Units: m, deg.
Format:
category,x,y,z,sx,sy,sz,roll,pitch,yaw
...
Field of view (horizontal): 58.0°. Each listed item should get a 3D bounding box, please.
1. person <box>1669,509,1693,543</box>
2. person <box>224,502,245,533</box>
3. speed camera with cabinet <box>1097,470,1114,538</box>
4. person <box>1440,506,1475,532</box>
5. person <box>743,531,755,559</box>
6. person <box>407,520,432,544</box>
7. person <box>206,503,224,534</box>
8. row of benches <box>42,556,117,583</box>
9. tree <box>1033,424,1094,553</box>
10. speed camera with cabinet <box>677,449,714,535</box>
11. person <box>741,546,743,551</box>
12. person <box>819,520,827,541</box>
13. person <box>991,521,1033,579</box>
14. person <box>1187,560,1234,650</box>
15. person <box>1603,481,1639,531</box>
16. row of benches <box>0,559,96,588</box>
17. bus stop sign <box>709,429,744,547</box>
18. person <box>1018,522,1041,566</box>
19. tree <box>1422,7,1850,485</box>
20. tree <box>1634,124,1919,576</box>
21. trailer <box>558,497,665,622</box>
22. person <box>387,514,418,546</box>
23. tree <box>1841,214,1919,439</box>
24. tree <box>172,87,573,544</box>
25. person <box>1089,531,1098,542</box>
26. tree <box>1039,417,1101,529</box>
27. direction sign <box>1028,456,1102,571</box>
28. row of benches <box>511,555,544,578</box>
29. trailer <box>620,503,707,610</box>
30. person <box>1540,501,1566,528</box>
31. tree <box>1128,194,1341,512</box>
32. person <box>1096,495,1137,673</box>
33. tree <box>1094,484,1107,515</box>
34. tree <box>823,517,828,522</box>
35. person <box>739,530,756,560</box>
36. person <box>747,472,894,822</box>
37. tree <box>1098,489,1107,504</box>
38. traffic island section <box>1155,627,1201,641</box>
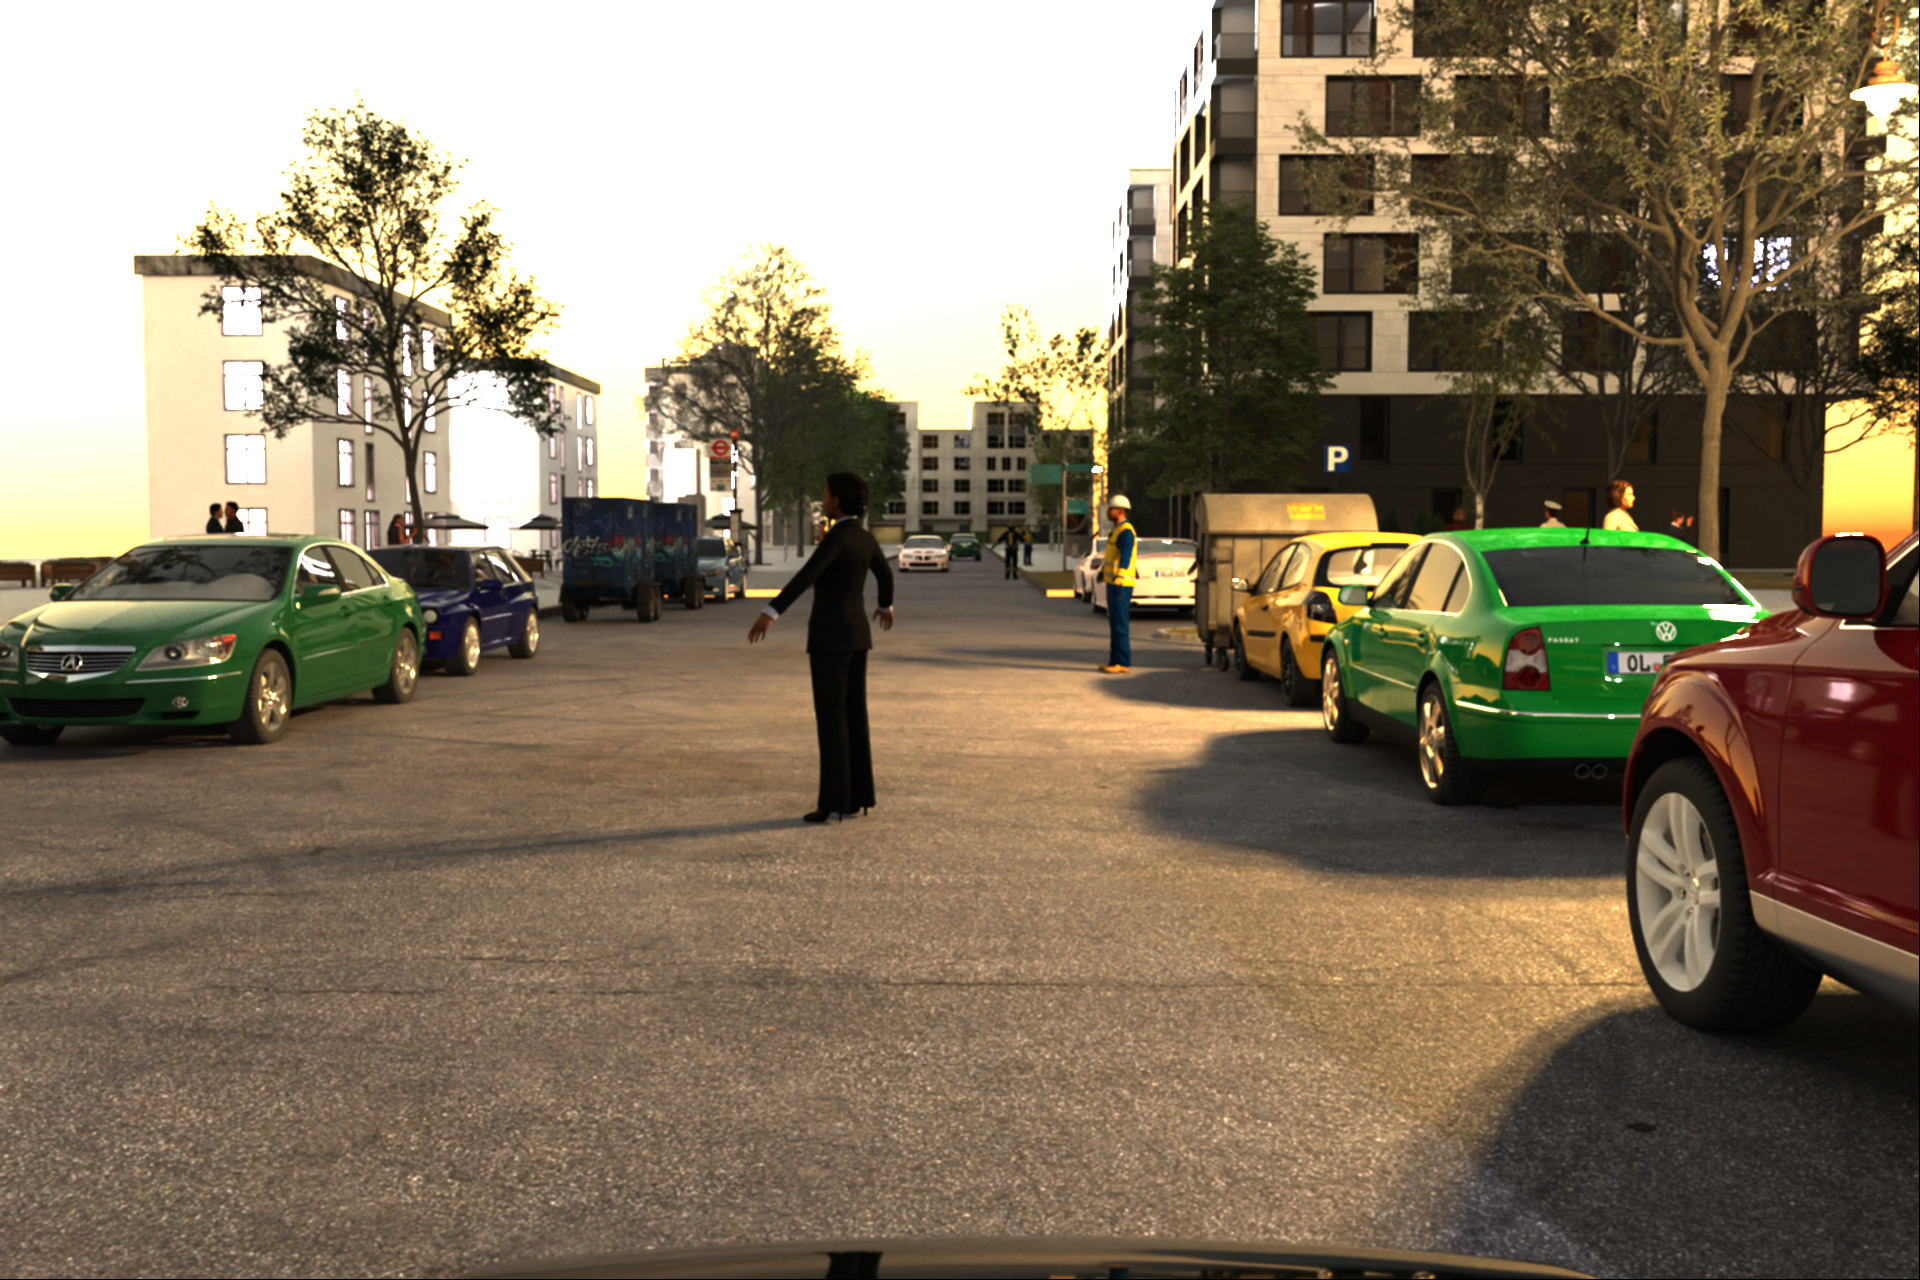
category,x,y,z,sx,sy,sz,roll,pitch,yaw
person,12.855,-1.463,30.769,0.445,1.727,0.742,-1,4,-17
person,-12.081,-1.386,28.726,0.705,1.821,1.348,-3,5,-41
speed camera with cabinet,4.618,-3.601,53.206,0.660,3.252,2.038,0,4,-1
person,8.042,-1.298,28.025,1.215,1.729,0.721,0,4,5
person,-9.756,-4.420,78.209,1.347,1.837,0.705,1,4,20
person,-18.355,-3.211,58.623,0.704,1.817,1.347,1,4,19
person,-13.112,-1.503,30.630,0.704,1.823,1.345,-2,4,-29
row of benches,-24.012,-1.965,47.593,1.422,0.672,4.104,0,4,-5
tree,6.912,-10.152,116.346,4.737,8.622,4.395,0,3,0
speed camera with cabinet,-6.264,-2.854,40.999,0.660,3.252,2.038,0,4,0
person,-6.727,-2.540,50.802,0.599,1.433,0.991,3,5,43
person,-4.303,-2.999,55.831,0.721,1.733,1.217,1,4,10
person,1.639,-2.862,55.036,1.354,1.856,0.705,0,4,8
person,3.304,-0.794,21.585,0.704,1.812,1.346,-2,4,-27
person,5.740,-0.496,14.867,0.721,1.744,1.215,2,4,34
row of benches,-22.668,-1.583,41.349,1.422,0.672,4.104,3,4,39
bus stop sign,-5.954,-3.394,44.190,0.855,3.939,0.416,0,4,2
person,2.810,-3.914,70.458,1.216,1.772,0.721,-3,5,-41
tree,15.587,-7.977,40.786,12.009,13.543,11.850,0,3,0
tree,25.781,-8.704,52.688,12.009,13.543,11.850,0,3,0
trailer,-5.696,-1.259,27.636,1.471,1.999,3.904,0,3,0
person,-10.146,-1.471,31.568,0.593,1.643,0.415,0,4,-5
tree,24.665,-6.509,40.835,7.601,10.594,8.767,0,4,3
tree,-11.714,-6.254,36.667,7.601,10.594,8.767,1,4,21
person,6.207,-4.178,74.531,1.346,1.802,0.704,0,4,7
tree,7.029,-9.671,108.490,4.360,8.622,3.978,0,3,0
direction sign,3.586,-4.284,58.802,2.525,3.948,1.411,0,4,0
row of benches,-13.772,-2.093,49.682,1.422,0.672,4.104,3,4,38
trailer,-5.694,-1.551,32.408,1.471,1.999,3.904,0,4,0
person,8.773,-1.189,25.896,1.216,1.778,0.721,-1,4,-21
tree,9.200,-8.587,58.528,7.486,12.596,7.792,0,3,0
person,1.617,-0.583,17.965,0.705,1.833,1.349,0,4,-3
tree,20.393,-17.501,236.510,4.360,8.622,3.978,0,3,0
tree,-20.050,-19.313,233.899,7.486,12.596,7.792,0,3,0
person,-9.350,-4.213,75.066,1.347,1.806,0.705,1,4,9
person,-0.661,0.028,8.728,0.721,1.740,1.216,2,4,29
tree,20.565,-17.245,232.318,4.737,8.622,4.395,0,3,0
traffic island section,3.736,-0.073,24.055,1.991,0.108,1.994,0,4,1
